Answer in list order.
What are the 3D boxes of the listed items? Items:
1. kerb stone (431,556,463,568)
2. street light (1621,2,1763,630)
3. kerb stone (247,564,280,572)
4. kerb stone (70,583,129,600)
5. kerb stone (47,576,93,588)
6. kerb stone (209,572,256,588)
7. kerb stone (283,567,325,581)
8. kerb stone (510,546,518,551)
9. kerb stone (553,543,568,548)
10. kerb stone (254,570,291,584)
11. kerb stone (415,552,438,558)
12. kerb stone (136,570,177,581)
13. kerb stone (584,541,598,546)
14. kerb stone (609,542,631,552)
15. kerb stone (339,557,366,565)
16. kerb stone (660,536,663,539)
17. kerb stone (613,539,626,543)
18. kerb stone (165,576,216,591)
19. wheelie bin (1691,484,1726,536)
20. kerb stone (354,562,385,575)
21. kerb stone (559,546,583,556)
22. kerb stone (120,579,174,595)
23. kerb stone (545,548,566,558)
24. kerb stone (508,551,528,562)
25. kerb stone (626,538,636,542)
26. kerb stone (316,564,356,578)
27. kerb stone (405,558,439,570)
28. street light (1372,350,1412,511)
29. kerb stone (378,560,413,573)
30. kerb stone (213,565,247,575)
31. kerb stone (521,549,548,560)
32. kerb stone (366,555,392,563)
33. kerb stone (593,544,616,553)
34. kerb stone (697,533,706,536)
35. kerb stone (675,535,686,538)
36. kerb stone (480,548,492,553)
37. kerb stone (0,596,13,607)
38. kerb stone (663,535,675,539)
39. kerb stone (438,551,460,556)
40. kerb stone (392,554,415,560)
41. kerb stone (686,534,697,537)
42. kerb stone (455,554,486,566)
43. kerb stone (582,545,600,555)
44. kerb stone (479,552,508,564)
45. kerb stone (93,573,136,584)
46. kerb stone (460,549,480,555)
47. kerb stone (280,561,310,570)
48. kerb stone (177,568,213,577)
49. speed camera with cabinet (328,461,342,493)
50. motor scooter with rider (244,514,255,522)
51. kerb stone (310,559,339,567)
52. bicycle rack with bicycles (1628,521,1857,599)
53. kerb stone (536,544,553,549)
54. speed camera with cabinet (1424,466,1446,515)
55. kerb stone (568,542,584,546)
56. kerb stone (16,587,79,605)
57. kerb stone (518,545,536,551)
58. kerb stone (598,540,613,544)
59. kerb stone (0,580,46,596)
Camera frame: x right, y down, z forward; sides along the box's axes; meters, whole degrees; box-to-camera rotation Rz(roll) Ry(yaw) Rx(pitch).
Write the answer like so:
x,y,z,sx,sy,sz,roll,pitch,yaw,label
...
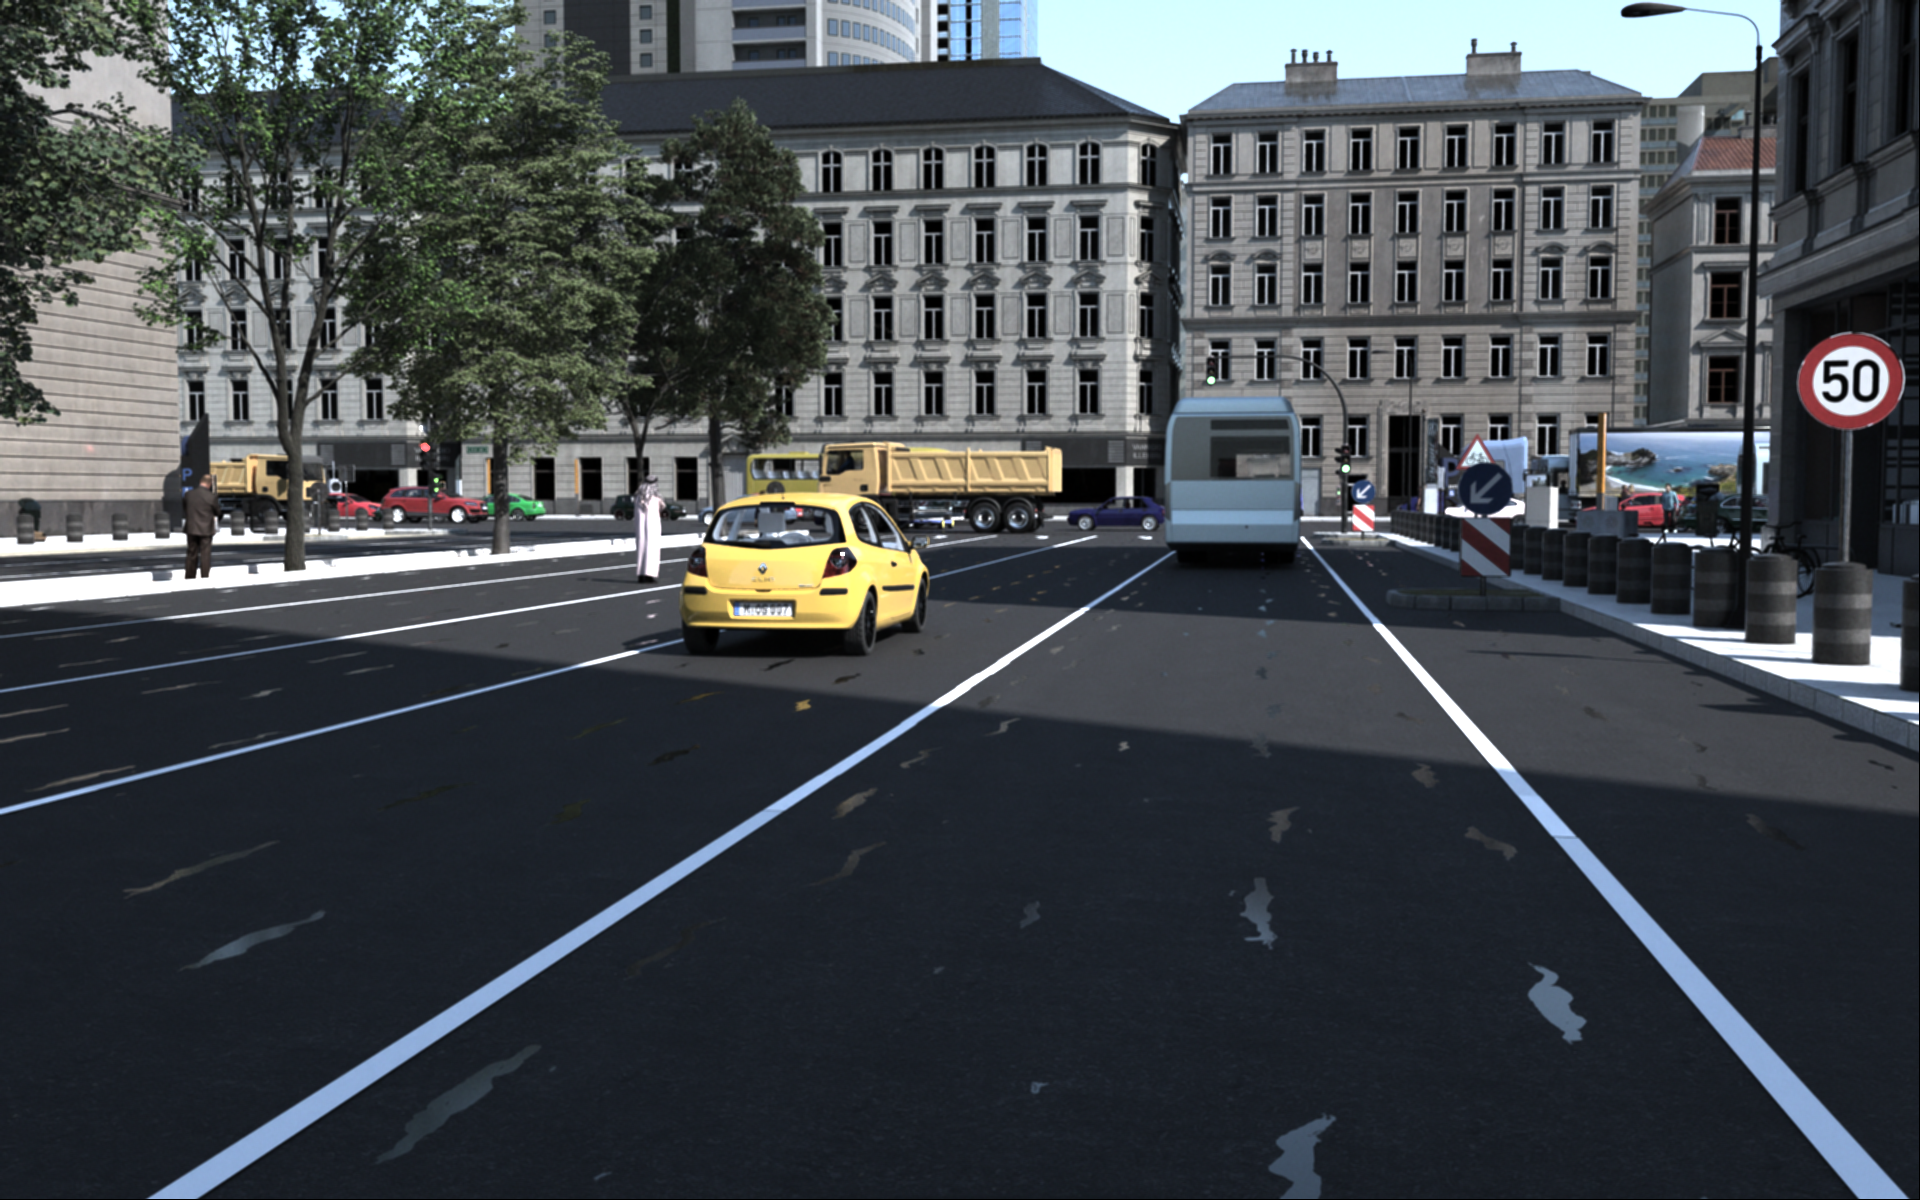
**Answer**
x,y,z,sx,sy,sz,roll,pitch,yaw,label
-10.115,-0.725,34.054,0.120,0.150,1.000,1,4,10,kerb stone
6.942,-2.685,16.446,1.470,5.913,1.316,1,4,10,street light
-12.701,-0.562,31.388,0.120,0.150,1.000,1,4,10,kerb stone
-11.888,-0.105,23.907,0.120,0.150,1.000,1,4,10,kerb stone
-13.598,-0.252,26.316,0.120,0.150,1.000,1,4,10,kerb stone
-11.345,-0.291,26.950,0.120,0.150,1.000,1,4,10,kerb stone
-10.999,-0.411,28.981,0.120,0.150,1.000,1,4,10,kerb stone
-10.930,-1.174,41.520,0.120,0.150,1.000,1,4,10,kerb stone
-10.398,-1.363,44.570,0.120,0.150,1.000,1,4,10,kerb stone
-11.174,-0.345,27.967,0.120,0.150,1.000,1,4,10,kerb stone
-11.641,-0.934,37.470,0.120,0.150,1.000,1,4,10,kerb stone
-13.232,-0.375,28.349,0.120,0.150,1.000,1,4,10,kerb stone
-10.040,-1.489,46.593,0.120,0.150,1.000,1,4,10,kerb stone
-8.504,-1.285,43.200,0.120,0.150,1.000,1,4,10,kerb stone
-12.177,-0.749,34.434,0.120,0.150,1.000,1,4,10,kerb stone
-9.153,-1.802,51.688,0.120,0.150,1.000,1,4,10,kerb stone
-9.680,-1.617,48.635,0.120,0.150,1.000,1,4,10,kerb stone
-11.543,-0.227,25.939,0.120,0.150,1.000,1,4,10,kerb stone
22.942,-2.764,53.098,0.980,1.594,0.693,2,4,24,wheelie bin
-10.646,-0.539,31.011,0.120,0.150,1.000,1,4,10,kerb stone
-9.042,-1.095,40.162,0.120,0.150,1.000,1,4,10,kerb stone
-11.712,-0.167,24.920,0.120,0.150,1.000,1,4,10,kerb stone
-9.220,-1.036,39.138,0.120,0.150,1.000,1,4,10,kerb stone
-9.571,-0.911,37.108,0.120,0.150,1.000,1,4,10,kerb stone
-9.501,-1.678,49.647,0.120,0.150,1.000,1,4,10,kerb stone
-10.822,-0.477,29.993,0.120,0.150,1.000,1,4,10,kerb stone
-10.286,-0.661,33.039,0.120,0.150,1.000,1,4,10,kerb stone
13.950,-5.095,55.849,1.470,5.913,1.316,1,4,10,street light
-10.463,-0.601,32.026,0.120,0.150,1.000,1,4,10,kerb stone
-12.887,-0.500,30.377,0.120,0.150,1.000,1,4,10,kerb stone
-9.397,-0.974,38.126,0.120,0.150,1.000,1,4,10,kerb stone
-11.991,-0.810,35.445,0.120,0.150,1.000,1,4,10,kerb stone
-8.686,-1.221,42.188,0.120,0.150,1.000,1,4,10,kerb stone
-8.436,-2.052,55.745,0.120,0.150,1.000,1,4,10,kerb stone
-8.784,-1.926,53.710,0.120,0.150,1.000,1,4,10,kerb stone
-11.103,-1.120,40.507,0.120,0.150,1.000,1,4,10,kerb stone
-12.247,0.021,21.881,0.120,0.150,1.000,1,4,10,kerb stone
-8.971,-1.866,52.699,0.120,0.150,1.000,1,4,10,kerb stone
-11.462,-0.996,38.483,0.120,0.150,1.000,1,4,10,kerb stone
-11.820,-0.869,36.458,0.120,0.150,1.000,1,4,10,kerb stone
-8.609,-1.985,54.730,0.120,0.150,1.000,1,4,10,kerb stone
-9.931,-0.788,35.071,0.120,0.150,1.000,1,4,10,kerb stone
-8.859,-1.157,41.174,0.120,0.150,1.000,1,4,10,kerb stone
-9.749,-0.849,36.083,0.120,0.150,1.000,1,4,10,kerb stone
-13.416,-0.315,27.338,0.120,0.150,1.000,1,4,10,kerb stone
-11.295,-1.057,39.497,0.120,0.150,1.000,1,4,10,kerb stone
-12.534,-0.617,32.402,0.120,0.150,1.000,1,4,10,kerb stone
-13.060,-0.438,29.363,0.120,0.150,1.000,1,4,10,kerb stone
-38.002,-6.666,103.320,2.038,3.252,0.660,-3,4,-36,speed camera with cabinet
-35.801,-4.847,88.210,1.986,1.779,0.876,1,4,8,motor scooter with rider
-12.351,-0.682,33.413,0.120,0.150,1.000,1,4,10,kerb stone
10.150,-0.548,22.345,2.852,0.926,2.925,-1,4,-9,bicycle rack with bicycles
-10.568,-1.301,43.556,0.120,0.150,1.000,1,4,10,kerb stone
15.281,-3.755,55.724,0.660,3.252,2.038,1,4,18,speed camera with cabinet
-10.223,-1.430,45.582,0.120,0.150,1.000,1,4,10,kerb stone
-12.071,-0.039,22.896,0.120,0.150,1.000,1,4,10,kerb stone
-10.750,-1.244,42.541,0.120,0.150,1.000,1,4,10,kerb stone
-9.859,-1.555,47.620,0.120,0.150,1.000,1,4,10,kerb stone
-13.772,-0.190,25.301,0.120,0.150,1.000,1,4,10,kerb stone
